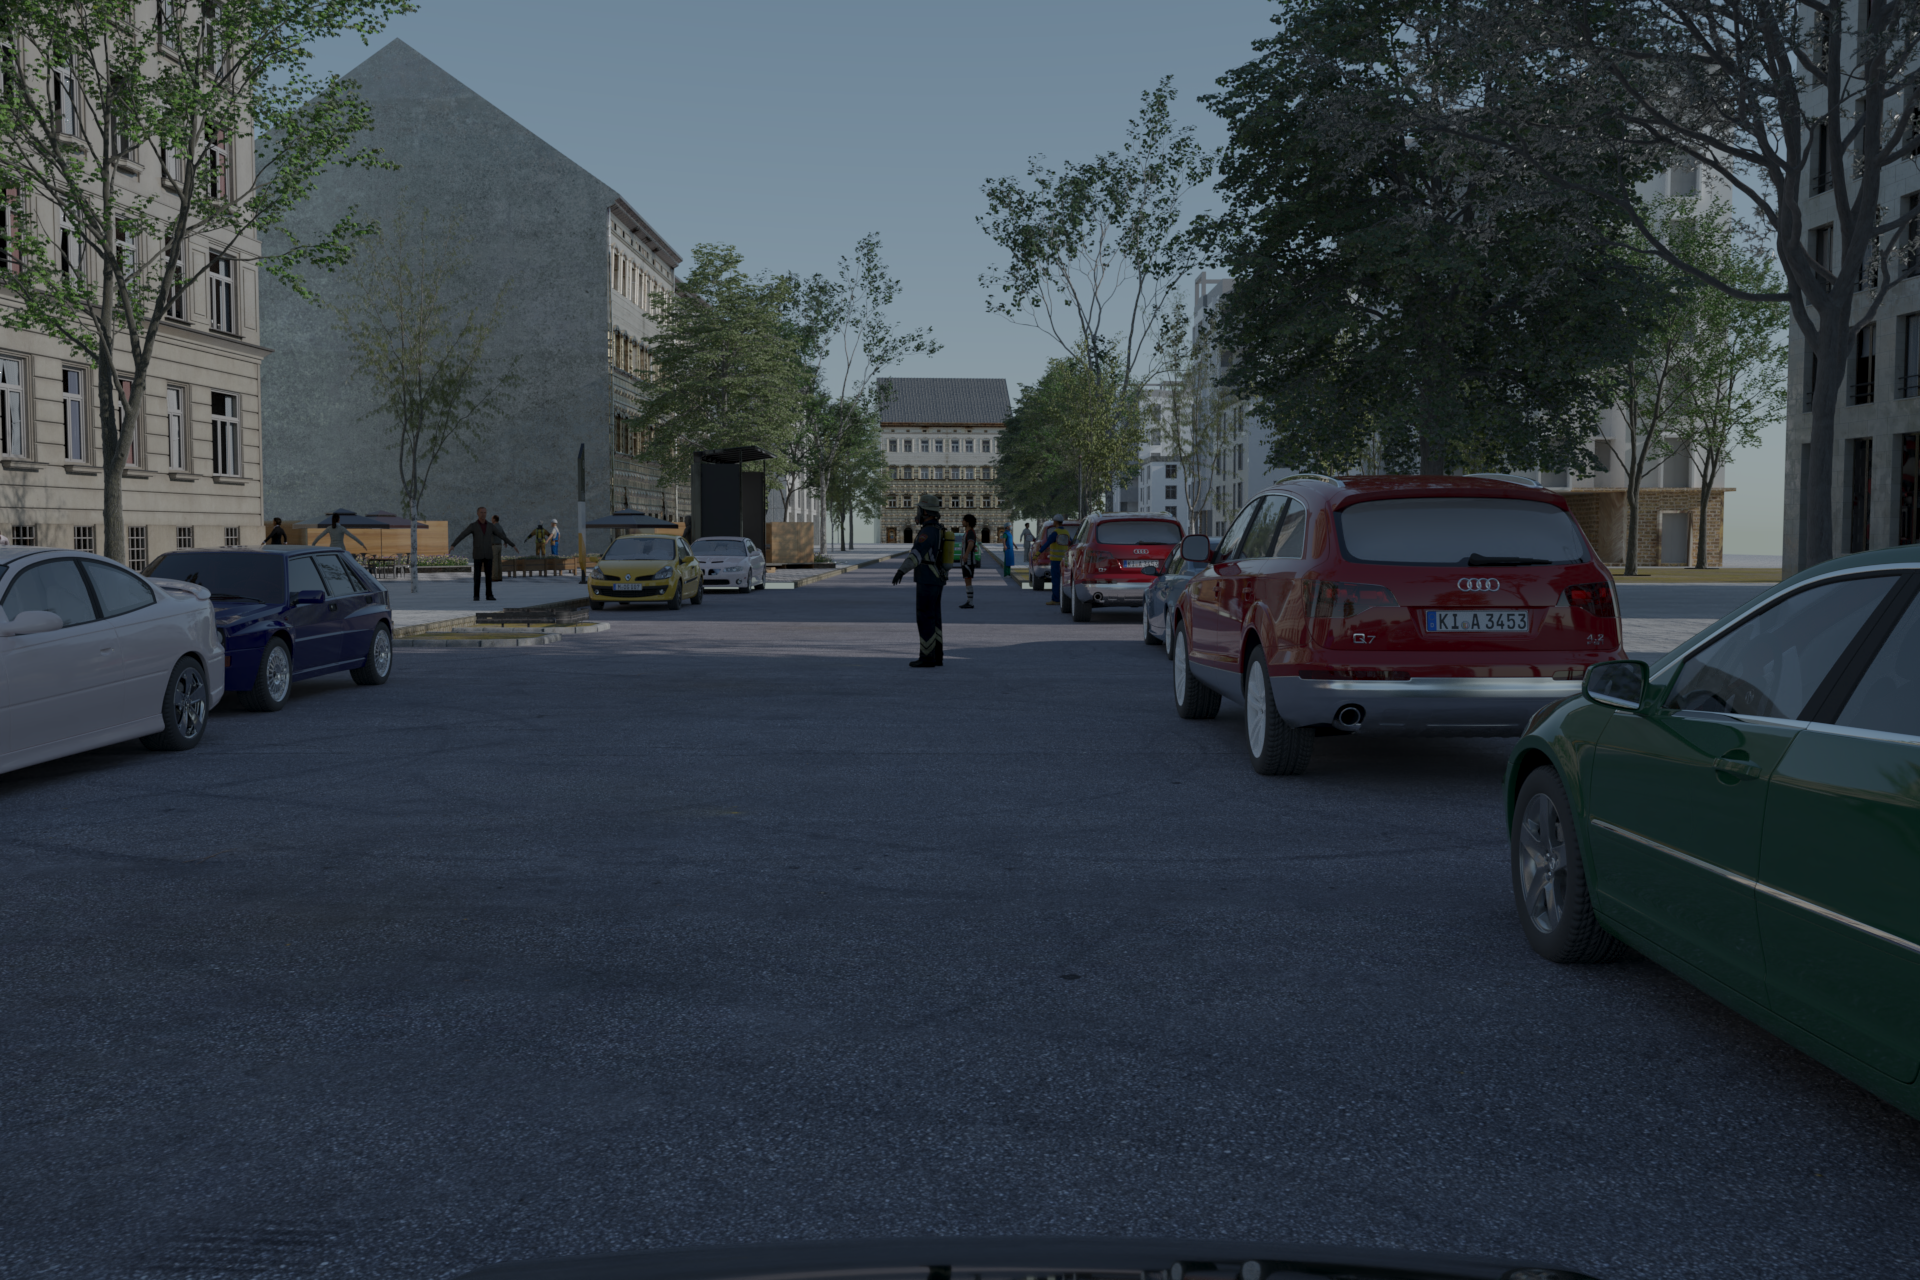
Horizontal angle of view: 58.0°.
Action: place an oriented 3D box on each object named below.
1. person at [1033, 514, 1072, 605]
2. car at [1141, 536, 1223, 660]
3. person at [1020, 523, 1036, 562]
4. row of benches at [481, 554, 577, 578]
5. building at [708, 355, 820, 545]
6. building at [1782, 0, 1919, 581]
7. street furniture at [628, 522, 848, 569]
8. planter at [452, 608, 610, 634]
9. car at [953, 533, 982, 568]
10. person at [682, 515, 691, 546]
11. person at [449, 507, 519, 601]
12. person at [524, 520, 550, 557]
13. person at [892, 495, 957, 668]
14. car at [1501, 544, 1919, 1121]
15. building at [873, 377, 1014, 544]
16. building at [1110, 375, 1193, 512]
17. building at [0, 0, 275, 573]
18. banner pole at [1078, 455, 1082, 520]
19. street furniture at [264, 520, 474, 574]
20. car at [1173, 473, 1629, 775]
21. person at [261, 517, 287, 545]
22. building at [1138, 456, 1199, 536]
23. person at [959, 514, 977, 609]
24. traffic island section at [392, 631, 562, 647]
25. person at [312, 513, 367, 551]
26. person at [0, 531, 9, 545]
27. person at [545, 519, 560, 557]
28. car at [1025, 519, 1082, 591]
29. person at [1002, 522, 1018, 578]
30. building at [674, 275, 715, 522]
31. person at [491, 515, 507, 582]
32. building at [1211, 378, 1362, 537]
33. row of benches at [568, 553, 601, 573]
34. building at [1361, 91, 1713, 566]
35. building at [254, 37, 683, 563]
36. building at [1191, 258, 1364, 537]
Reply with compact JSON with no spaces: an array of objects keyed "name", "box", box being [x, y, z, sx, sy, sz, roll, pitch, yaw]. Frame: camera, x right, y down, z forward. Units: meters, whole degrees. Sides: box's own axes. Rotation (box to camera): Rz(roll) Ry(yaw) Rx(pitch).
[{"name":"person","box":[1.965,-1.626,35.009,0.705,1.833,1.349,3,5,40]},{"name":"car","box":[3.238,-0.546,20.923,2.014,1.417,4.499,0,4,1]},{"name":"person","box":[3.085,-4.445,78.869,0.705,1.806,1.347,3,4,37]},{"name":"row of benches","box":[-12.961,-2.215,51.680,1.422,0.672,4.104,2,4,25]},{"name":"building","box":[-24.474,-19.141,179.421,16.747,18.905,31.486,0,4,1]},{"name":"building","box":[24.953,-10.936,32.688,10.420,20.400,16.860,0,4,0]},{"name":"street furniture","box":[-8.423,-3.616,65.984,9.812,1.723,11.010,-3,5,-41]},{"name":"planter","box":[-6.297,-0.284,25.781,1.991,0.319,1.994,0,4,0]},{"name":"car","box":[-0.017,-4.024,74.586,1.959,1.807,4.718,0,4,-1]},{"name":"person","box":[-7.762,-2.647,49.404,0.705,1.813,1.348,1,4,13]},{"name":"person","box":[-9.185,-1.662,33.356,1.348,1.807,0.705,-2,4,-30]},{"name":"person","box":[-17.485,-4.062,72.183,1.354,1.858,0.705,0,4,-8]},{"name":"person","box":[-0.357,-0.640,18.701,0.705,1.856,1.354,1,4,22]},{"name":"car","box":[2.872,0.451,4.418,2.131,1.459,4.920,0,4,0]},{"name":"building","box":[-2.625,-24.993,242.022,18.063,23.208,19.493,0,4,-5]},{"name":"building","box":[23.585,-21.866,213.933,16.016,20.090,11.380,0,3,0]},{"name":"building","box":[-28.381,-12.555,37.302,16.112,23.069,30.059,0,4,1]},{"name":"banner pole","box":[3.797,-3.958,54.725,0.401,3.779,0.863,0,4,-1]},{"name":"street furniture","box":[-21.109,-3.065,56.967,11.010,1.723,9.812,3,5,42]},{"name":"car","box":[2.735,-0.193,11.835,2.281,1.827,5.304,0,4,-1]},{"name":"person","box":[-18.716,-2.481,47.282,0.721,1.740,1.216,1,4,10]},{"name":"building","box":[25.038,-14.927,186.199,9.099,9.664,28.070,0,4,0]},{"name":"person","box":[0.136,-1.516,33.390,0.704,1.843,1.345,0,4,-2]},{"name":"traffic island section","box":[-6.388,-0.006,22.959,1.991,0.108,1.994,0,4,1]},{"name":"person","box":[-13.418,-1.868,37.378,1.217,1.735,0.721,0,4,-2]},{"name":"person","box":[-19.319,-1.556,34.670,0.799,1.438,0.628,2,4,26]},{"name":"person","box":[-15.297,-3.630,65.203,0.705,1.847,1.347,0,4,6]},{"name":"car","box":[2.860,-2.245,45.373,2.281,1.827,5.304,0,4,1]},{"name":"person","box":[1.599,-2.936,56.583,0.704,1.817,1.347,1,4,19]},{"name":"building","box":[-26.251,-16.881,106.935,19.493,23.208,18.063,0,4,1]},{"name":"person","box":[-12.523,-2.471,46.670,0.705,1.796,1.348,1,4,16]},{"name":"building","box":[20.739,-9.534,98.020,9.099,9.664,28.070,0,3,0]},{"name":"row of benches","box":[-11.036,-2.566,57.418,4.104,0.672,1.422,-2,4,-24]},{"name":"building","box":[24.104,-13.700,80.423,16.016,20.090,11.380,0,4,0]},{"name":"building","box":[-24.908,-15.618,86.279,19.493,23.208,18.063,0,4,0]},{"name":"building","box":[22.053,-16.471,125.728,16.016,20.090,11.380,0,4,0]}]
